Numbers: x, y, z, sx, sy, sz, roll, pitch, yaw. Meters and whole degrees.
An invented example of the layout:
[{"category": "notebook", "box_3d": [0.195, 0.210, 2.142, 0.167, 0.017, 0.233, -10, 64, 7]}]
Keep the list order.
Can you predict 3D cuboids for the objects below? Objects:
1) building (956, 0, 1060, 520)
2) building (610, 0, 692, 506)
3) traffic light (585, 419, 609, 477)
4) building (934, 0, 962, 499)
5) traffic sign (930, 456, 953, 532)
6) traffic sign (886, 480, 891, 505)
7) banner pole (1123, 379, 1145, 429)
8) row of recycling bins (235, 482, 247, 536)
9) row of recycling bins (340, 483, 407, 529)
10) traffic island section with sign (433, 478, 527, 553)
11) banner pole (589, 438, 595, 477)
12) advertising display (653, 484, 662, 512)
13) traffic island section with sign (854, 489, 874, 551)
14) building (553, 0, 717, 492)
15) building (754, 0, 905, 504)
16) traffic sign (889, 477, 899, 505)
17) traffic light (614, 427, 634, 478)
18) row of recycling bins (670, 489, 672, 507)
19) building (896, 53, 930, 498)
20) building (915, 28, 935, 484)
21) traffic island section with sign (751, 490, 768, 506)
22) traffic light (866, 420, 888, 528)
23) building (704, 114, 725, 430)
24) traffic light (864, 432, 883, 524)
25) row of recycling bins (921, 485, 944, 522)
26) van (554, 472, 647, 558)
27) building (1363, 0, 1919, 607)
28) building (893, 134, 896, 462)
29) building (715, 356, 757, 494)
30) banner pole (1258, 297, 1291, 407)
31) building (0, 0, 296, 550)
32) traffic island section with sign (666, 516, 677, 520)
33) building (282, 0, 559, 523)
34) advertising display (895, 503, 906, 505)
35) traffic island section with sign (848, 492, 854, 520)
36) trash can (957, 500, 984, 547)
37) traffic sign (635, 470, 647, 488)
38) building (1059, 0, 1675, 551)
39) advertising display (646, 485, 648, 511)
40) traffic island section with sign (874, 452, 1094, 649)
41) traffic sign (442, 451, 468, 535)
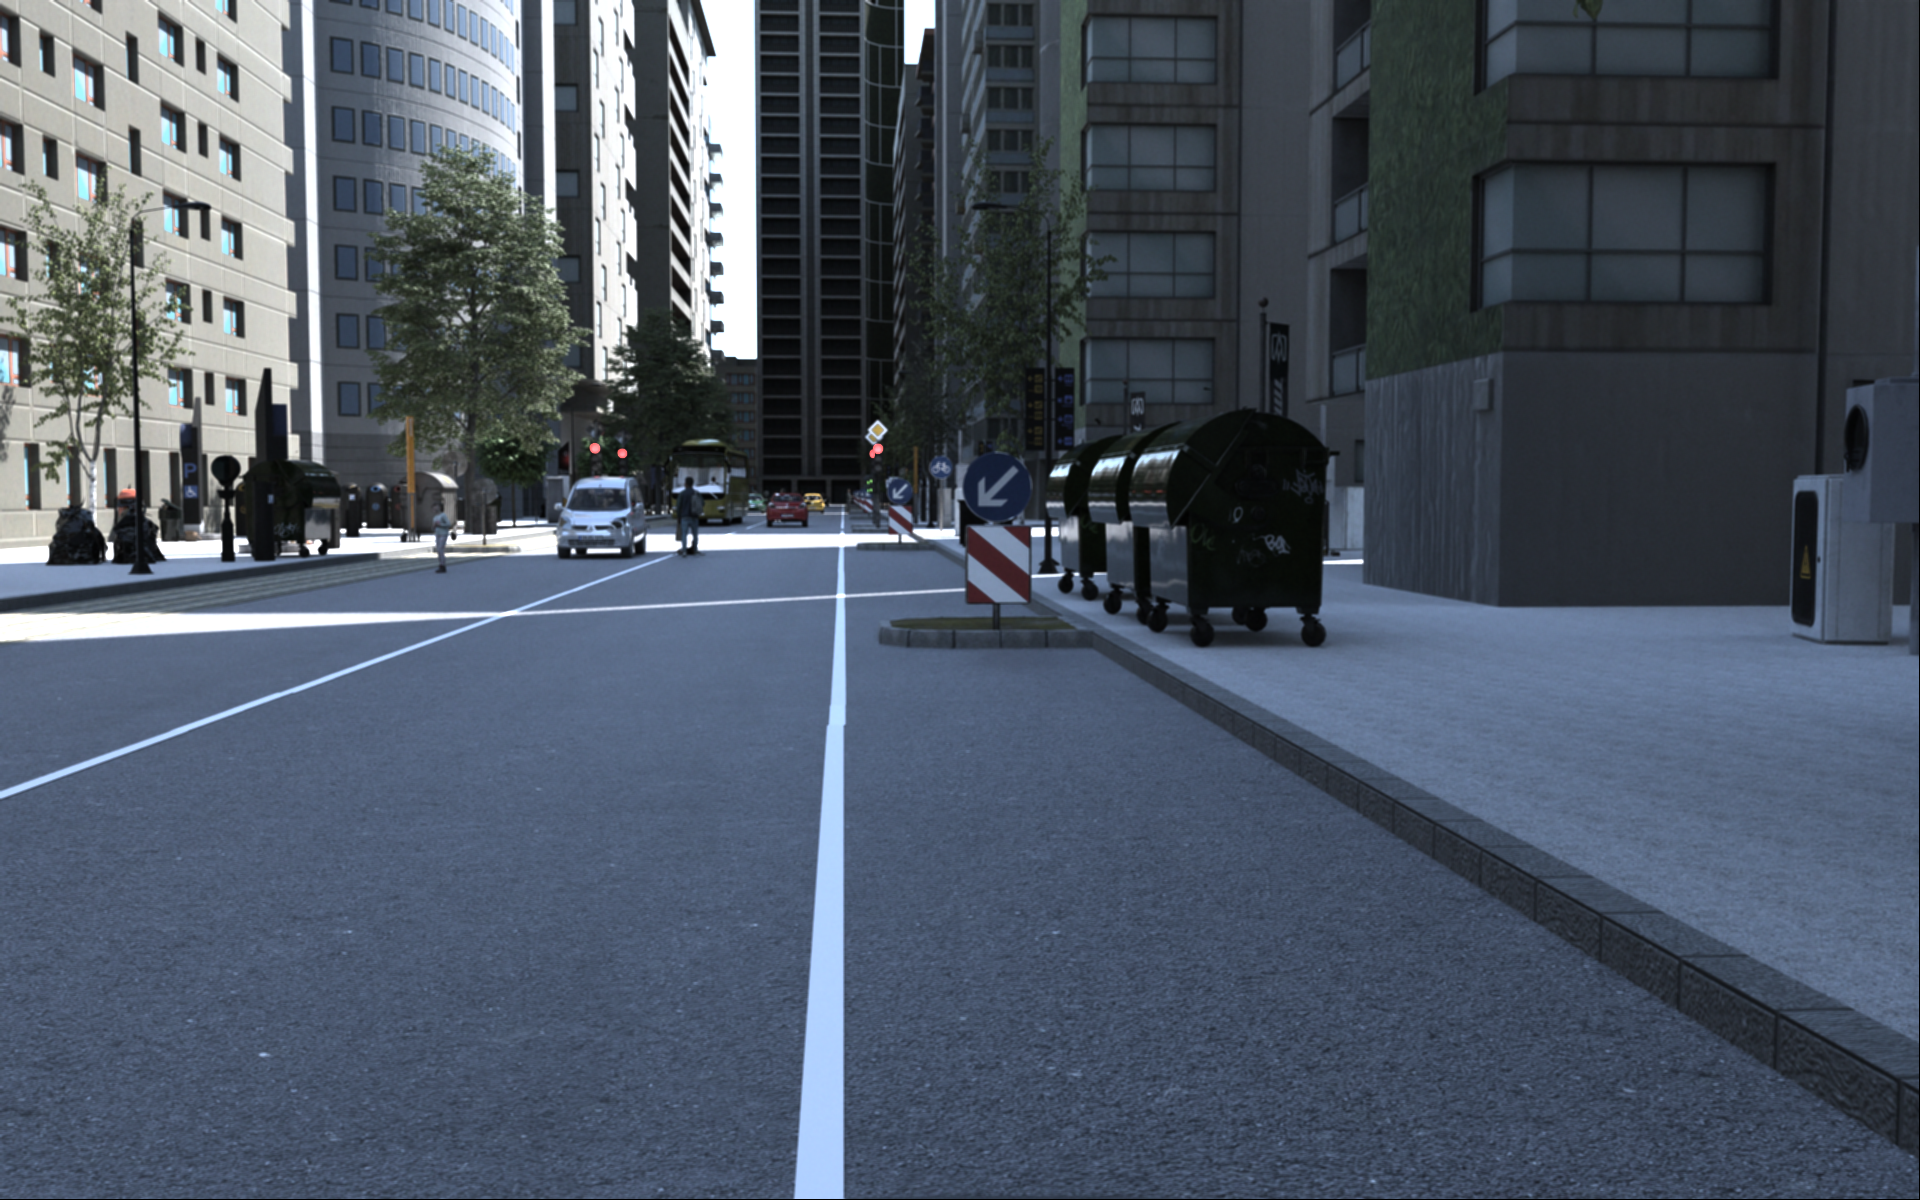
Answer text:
[{"category": "building", "box_3d": [12.319, -24.429, 91.295, 23.993, 40.220, 32.217, 0, 4, -4]}, {"category": "building", "box_3d": [-35.975, -32.612, 156.904, 21.300, 48.544, 21.600, 0, 4, -4]}, {"category": "traffic light", "box_3d": [-13.553, -4.632, 64.652, 0.839, 4.253, 0.868, 0, 4, -4]}, {"category": "building", "box_3d": [8.678, -35.490, 122.265, 21.231, 58.520, 28.212, 0, 4, -4]}, {"category": "traffic sign", "box_3d": [-0.628, -3.528, 57.784, 0.768, 2.556, 0.104, 0, 4, 4]}, {"category": "traffic sign", "box_3d": [-4.842, -7.221, 120.187, 0.606, 2.300, 0.079, 0, 4, 5]}, {"category": "banner pole", "box_3d": [3.735, -2.908, 37.561, 0.401, 3.779, 0.863, -3, 4, -37]}, {"category": "row of recycling bins", "box_3d": [-20.593, -2.778, 52.530, 3.534, 1.692, 1.069, 2, 4, 27]}, {"category": "row of recycling bins", "box_3d": [-21.224, -3.498, 64.311, 3.534, 1.692, 1.069, -1, 4, -11]}, {"category": "traffic island section with sign", "box_3d": [-11.796, -2.088, 42.769, 1.989, 1.847, 2.006, 0, 4, -4]}, {"category": "banner pole", "box_3d": [-16.437, -5.350, 77.484, 0.401, 3.779, 0.863, -2, 4, -25]}, {"category": "advertising display", "box_3d": [-19.383, -6.470, 111.004, 0.123, 1.923, 0.974, 1, 4, 14]}, {"category": "traffic island section with sign", "box_3d": [-1.679, -2.213, 44.807, 1.989, 1.847, 2.006, 0, 4, -4]}, {"category": "building", "box_3d": [-40.504, -36.195, 181.029, 28.713, 52.752, 27.495, 0, 4, -4]}, {"category": "building", "box_3d": [-17.960, -49.233, 243.217, 20.611, 71.187, 20.563, 0, 4, -4]}, {"category": "traffic sign", "box_3d": [-3.950, -6.210, 103.659, 0.606, 2.300, 0.079, 0, 4, 2]}, {"category": "traffic light", "box_3d": [-14.089, -5.119, 72.619, 0.839, 4.253, 0.868, 0, 4, -4]}, {"category": "row of recycling bins", "box_3d": [-21.898, -8.067, 139.014, 3.534, 1.692, 1.069, -2, 4, -24]}, {"category": "building", "box_3d": [4.299, -34.548, 188.556, 21.300, 48.544, 21.600, 0, 4, -4]}, {"category": "building", "box_3d": [7.072, -31.131, 163.614, 22.147, 44.769, 28.867, 0, 4, -4]}, {"category": "traffic island section with sign", "box_3d": [-20.641, -10.133, 174.303, 1.989, 1.847, 2.006, 0, 4, -4]}, {"category": "traffic light", "box_3d": [-3.116, -4.676, 65.368, 0.839, 4.253, 0.868, 0, 4, -4]}, {"category": "building", "box_3d": [-43.682, -35.890, 206.403, 30.456, 49.044, 23.786, 0, 4, -4]}, {"category": "traffic light", "box_3d": [-3.652, -5.163, 73.335, 0.839, 4.253, 0.868, 0, 4, -4]}, {"category": "row of recycling bins", "box_3d": [-1.288, -4.558, 81.637, 1.069, 1.692, 3.534, 0, 4, 6]}, {"category": "van", "box_3d": [-8.250, -2.018, 40.005, 2.013, 2.044, 4.112, 0, 4, -4]}, {"category": "building", "box_3d": [12.649, -20.923, 25.680, 14.154, 41.232, 14.086, 0, 4, -4]}, {"category": "building", "box_3d": [2.892, -35.918, 210.958, 21.300, 48.544, 21.600, 0, 4, -4]}, {"category": "building", "box_3d": [-42.901, -24.565, 246.682, 28.899, 21.520, 27.650, 0, 4, -4]}, {"category": "banner pole", "box_3d": [4.010, -1.975, 22.303, 0.401, 3.779, 0.863, 3, 5, 42]}, {"category": "building", "box_3d": [-37.005, -12.318, 46.447, 28.899, 21.520, 27.650, 0, 4, -4]}, {"category": "traffic island section with sign", "box_3d": [-15.460, -5.425, 97.321, 1.989, 1.847, 2.006, 0, 4, -4]}, {"category": "building", "box_3d": [-33.275, -33.302, 86.487, 21.231, 58.520, 28.212, 0, 4, -4]}, {"category": "advertising display", "box_3d": [-3.591, -6.149, 105.751, 0.974, 1.923, 0.123, 2, 4, 33]}, {"category": "traffic island section with sign", "box_3d": [-5.255, -5.466, 97.996, 1.989, 1.847, 2.006, 0, 4, -4]}, {"category": "trash can", "box_3d": [0.293, -1.860, 42.072, 0.748, 1.137, 0.748, 0, 3, 0]}, {"category": "traffic sign", "box_3d": [-17.496, -5.785, 94.590, 0.884, 2.594, 0.081, 0, 4, 3]}, {"category": "building", "box_3d": [9.543, -22.261, 47.566, 14.154, 41.232, 14.086, 0, 4, -4]}, {"category": "advertising display", "box_3d": [-21.492, -6.948, 118.819, 0.123, 1.923, 0.974, -1, 4, -10]}, {"category": "traffic island section with sign", "box_3d": [0.195, -0.514, 17.025, 1.989, 1.847, 2.006, 0, 4, -4]}, {"category": "traffic sign", "box_3d": [-14.883, -3.115, 51.030, 0.768, 2.556, 0.104, 0, 4, 2]}]
